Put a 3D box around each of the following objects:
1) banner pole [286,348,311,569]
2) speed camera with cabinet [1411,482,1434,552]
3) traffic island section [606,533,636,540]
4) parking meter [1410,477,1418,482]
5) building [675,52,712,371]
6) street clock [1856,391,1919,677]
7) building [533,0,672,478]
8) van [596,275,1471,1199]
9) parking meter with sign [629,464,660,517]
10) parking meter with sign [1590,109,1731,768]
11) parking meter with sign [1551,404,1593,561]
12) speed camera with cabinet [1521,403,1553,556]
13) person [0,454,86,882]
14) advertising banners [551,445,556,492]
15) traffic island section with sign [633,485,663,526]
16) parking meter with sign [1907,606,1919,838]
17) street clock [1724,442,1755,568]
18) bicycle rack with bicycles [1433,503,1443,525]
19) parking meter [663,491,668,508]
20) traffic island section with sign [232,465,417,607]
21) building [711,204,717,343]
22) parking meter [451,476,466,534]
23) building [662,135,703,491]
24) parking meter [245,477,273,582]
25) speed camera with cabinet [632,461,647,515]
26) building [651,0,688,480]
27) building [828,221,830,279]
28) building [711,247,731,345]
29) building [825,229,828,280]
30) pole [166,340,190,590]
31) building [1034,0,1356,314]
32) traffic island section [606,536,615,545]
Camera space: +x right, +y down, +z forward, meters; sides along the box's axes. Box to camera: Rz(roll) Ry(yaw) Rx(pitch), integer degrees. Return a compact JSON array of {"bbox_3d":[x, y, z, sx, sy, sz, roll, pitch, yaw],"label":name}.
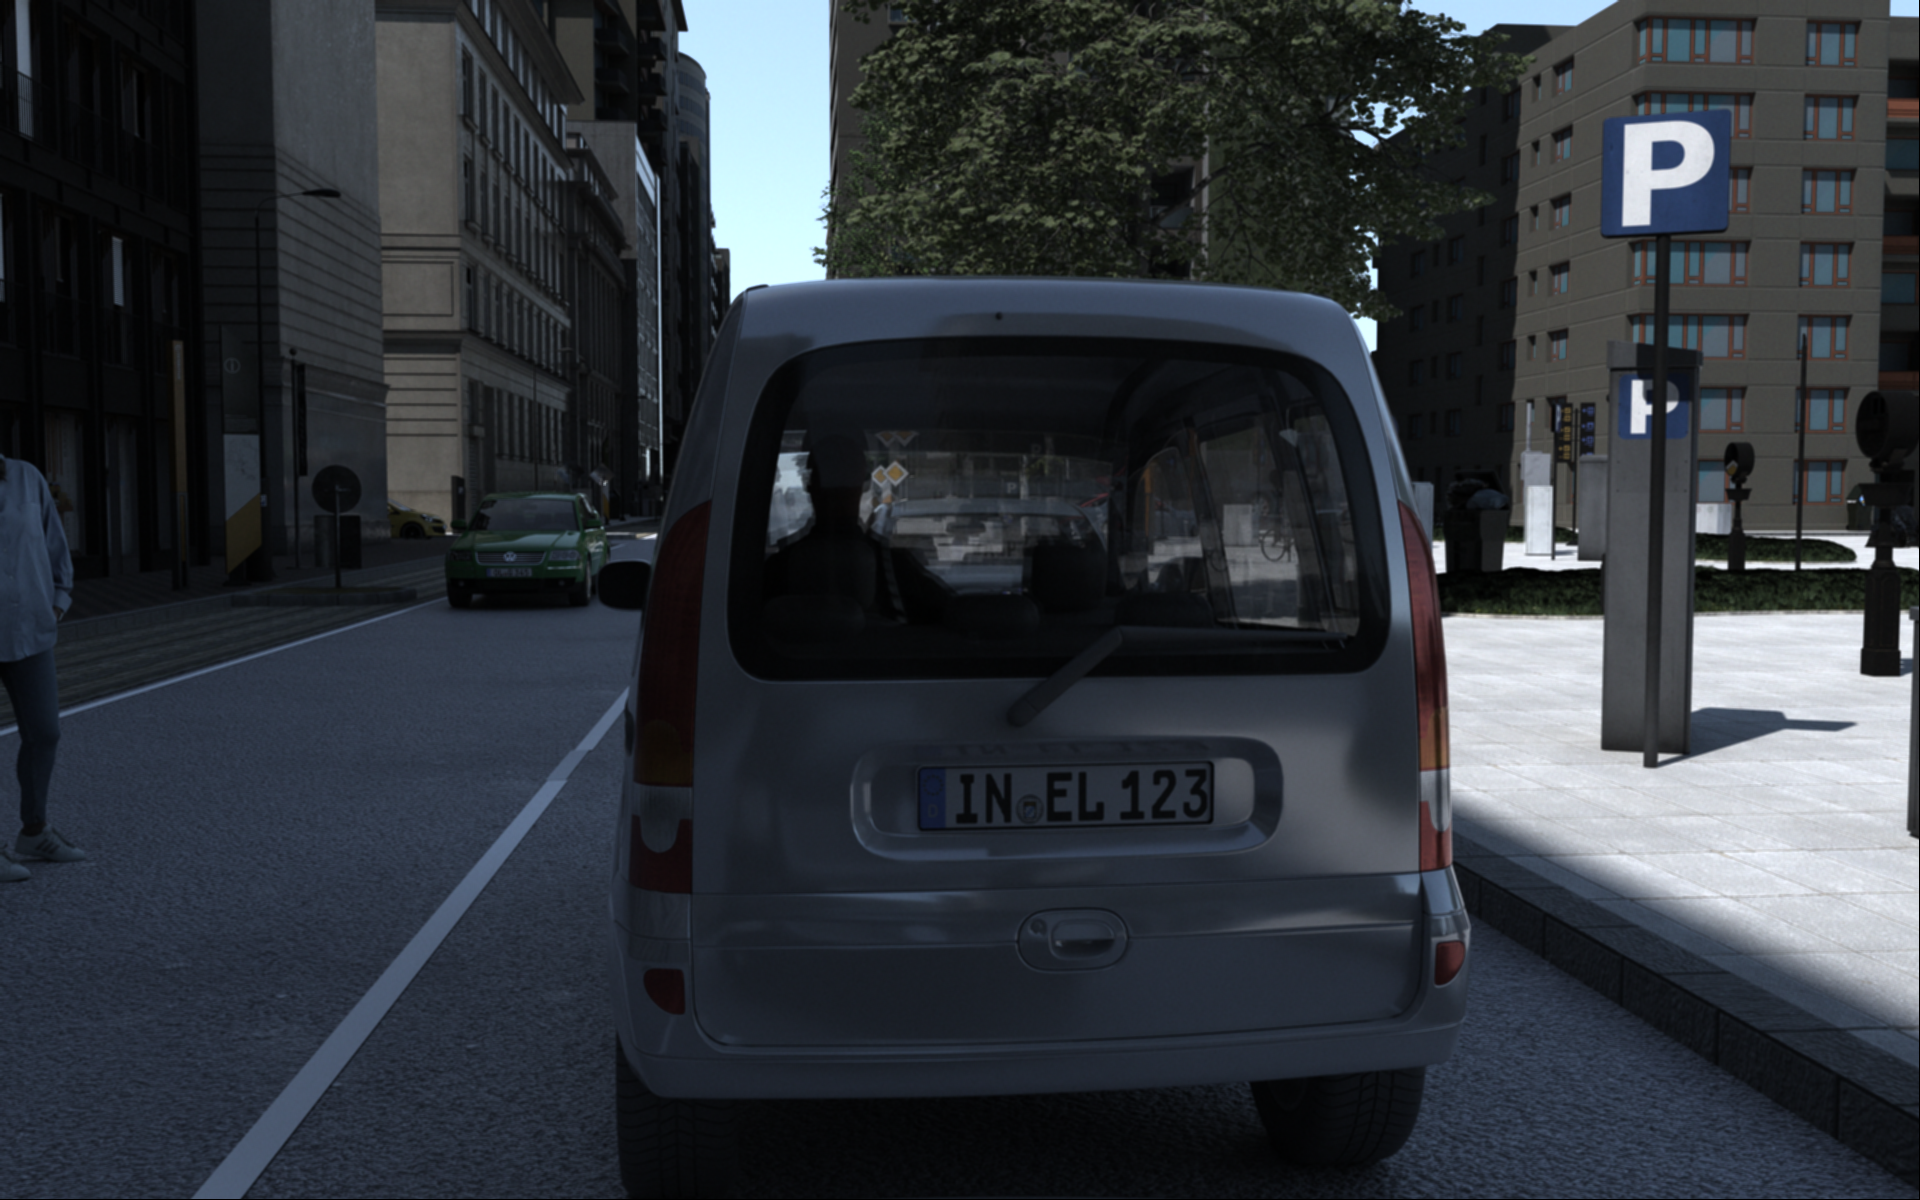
[{"bbox_3d":[-11.270,-2.419,29.567,0.401,3.779,0.863,-3,4,-37],"label":"banner pole"},{"bbox_3d":[5.722,-1.858,24.722,2.038,3.252,0.660,3,5,45],"label":"speed camera with cabinet"},{"bbox_3d":[-11.507,-2.043,55.678,2.009,0.180,2.903,0,4,-6],"label":"traffic island section"},{"bbox_3d":[15.042,-3.181,57.725,0.399,1.863,0.255,-1,4,-18],"label":"parking meter"},{"bbox_3d":[-43.826,-41.911,227.243,21.231,58.520,28.212,0,4,-6],"label":"building"},{"bbox_3d":[6.513,-0.467,12.199,0.358,2.002,0.471,0,4,1],"label":"street clock"},{"bbox_3d":[-35.646,-29.849,142.656,22.147,44.769,28.867,0,4,-6],"label":"building"},{"bbox_3d":[-0.065,0.124,4.976,2.013,2.044,4.112,0,4,-7],"label":"van"},{"bbox_3d":[-17.981,-6.269,98.763,1.738,3.016,0.543,-3,5,-39],"label":"parking meter with sign"},{"bbox_3d":[3.547,-0.767,8.808,0.543,3.016,1.738,1,4,22],"label":"parking meter with sign"},{"bbox_3d":[12.247,-2.257,33.164,1.738,3.016,0.543,2,4,29],"label":"parking meter with sign"},{"bbox_3d":[12.340,-2.604,36.915,0.660,3.252,2.038,1,4,15],"label":"speed camera with cabinet"},{"bbox_3d":[-3.608,0.140,6.472,0.793,1.790,0.793,0,4,3],"label":"person"},{"bbox_3d":[-14.241,-3.947,60.728,0.090,3.025,2.074,-1,4,-9],"label":"advertising banners"},{"bbox_3d":[-13.733,-4.271,78.466,1.989,1.847,2.006,0,4,-6],"label":"traffic island section with sign"},{"bbox_3d":[4.419,-0.611,6.244,1.738,3.016,0.543,0,4,-1],"label":"parking meter with sign"},{"bbox_3d":[10.912,-1.207,24.299,0.358,2.002,0.471,0,4,1],"label":"street clock"},{"bbox_3d":[17.748,-3.275,66.927,2.925,0.926,2.852,2,4,30],"label":"bicycle rack with bicycles"},{"bbox_3d":[-22.031,-7.413,129.616,0.372,1.533,0.369,0,3,0],"label":"parking meter"},{"bbox_3d":[-8.325,-0.875,22.927,1.989,1.847,2.006,0,4,-6],"label":"traffic island section with sign"},{"bbox_3d":[-47.518,-38.959,256.591,23.786,49.044,30.456,0,4,-6],"label":"building"},{"bbox_3d":[-15.960,-3.023,55.134,0.255,1.863,0.399,2,4,30],"label":"parking meter"},{"bbox_3d":[-35.949,-31.086,191.844,14.154,41.232,14.086,0,4,-6],"label":"building"},{"bbox_3d":[-10.312,-1.041,25.431,0.372,1.533,0.369,0,3,0],"label":"parking meter"},{"bbox_3d":[-19.397,-6.751,104.707,0.660,3.252,2.038,-1,4,-19],"label":"speed camera with cabinet"},{"bbox_3d":[-41.669,-35.526,170.089,28.713,52.752,27.495,0,4,-6],"label":"building"},{"bbox_3d":[-12.407,-34.947,254.981,14.154,41.232,14.086,0,4,-6],"label":"building"},{"bbox_3d":[-44.233,-36.446,279.481,14.154,41.232,14.086,0,4,-6],"label":"building"},{"bbox_3d":[-10.315,-38.042,276.613,22.147,44.769,28.867,0,4,-6],"label":"building"},{"bbox_3d":[-10.435,-1.790,23.108,0.158,3.312,0.155,0,3,0],"label":"pole"},{"bbox_3d":[6.119,-23.357,65.478,14.086,41.232,14.154,0,4,-6],"label":"building"},{"bbox_3d":[-10.734,-1.557,47.730,2.009,0.180,2.903,0,4,-6],"label":"traffic island section"}]
